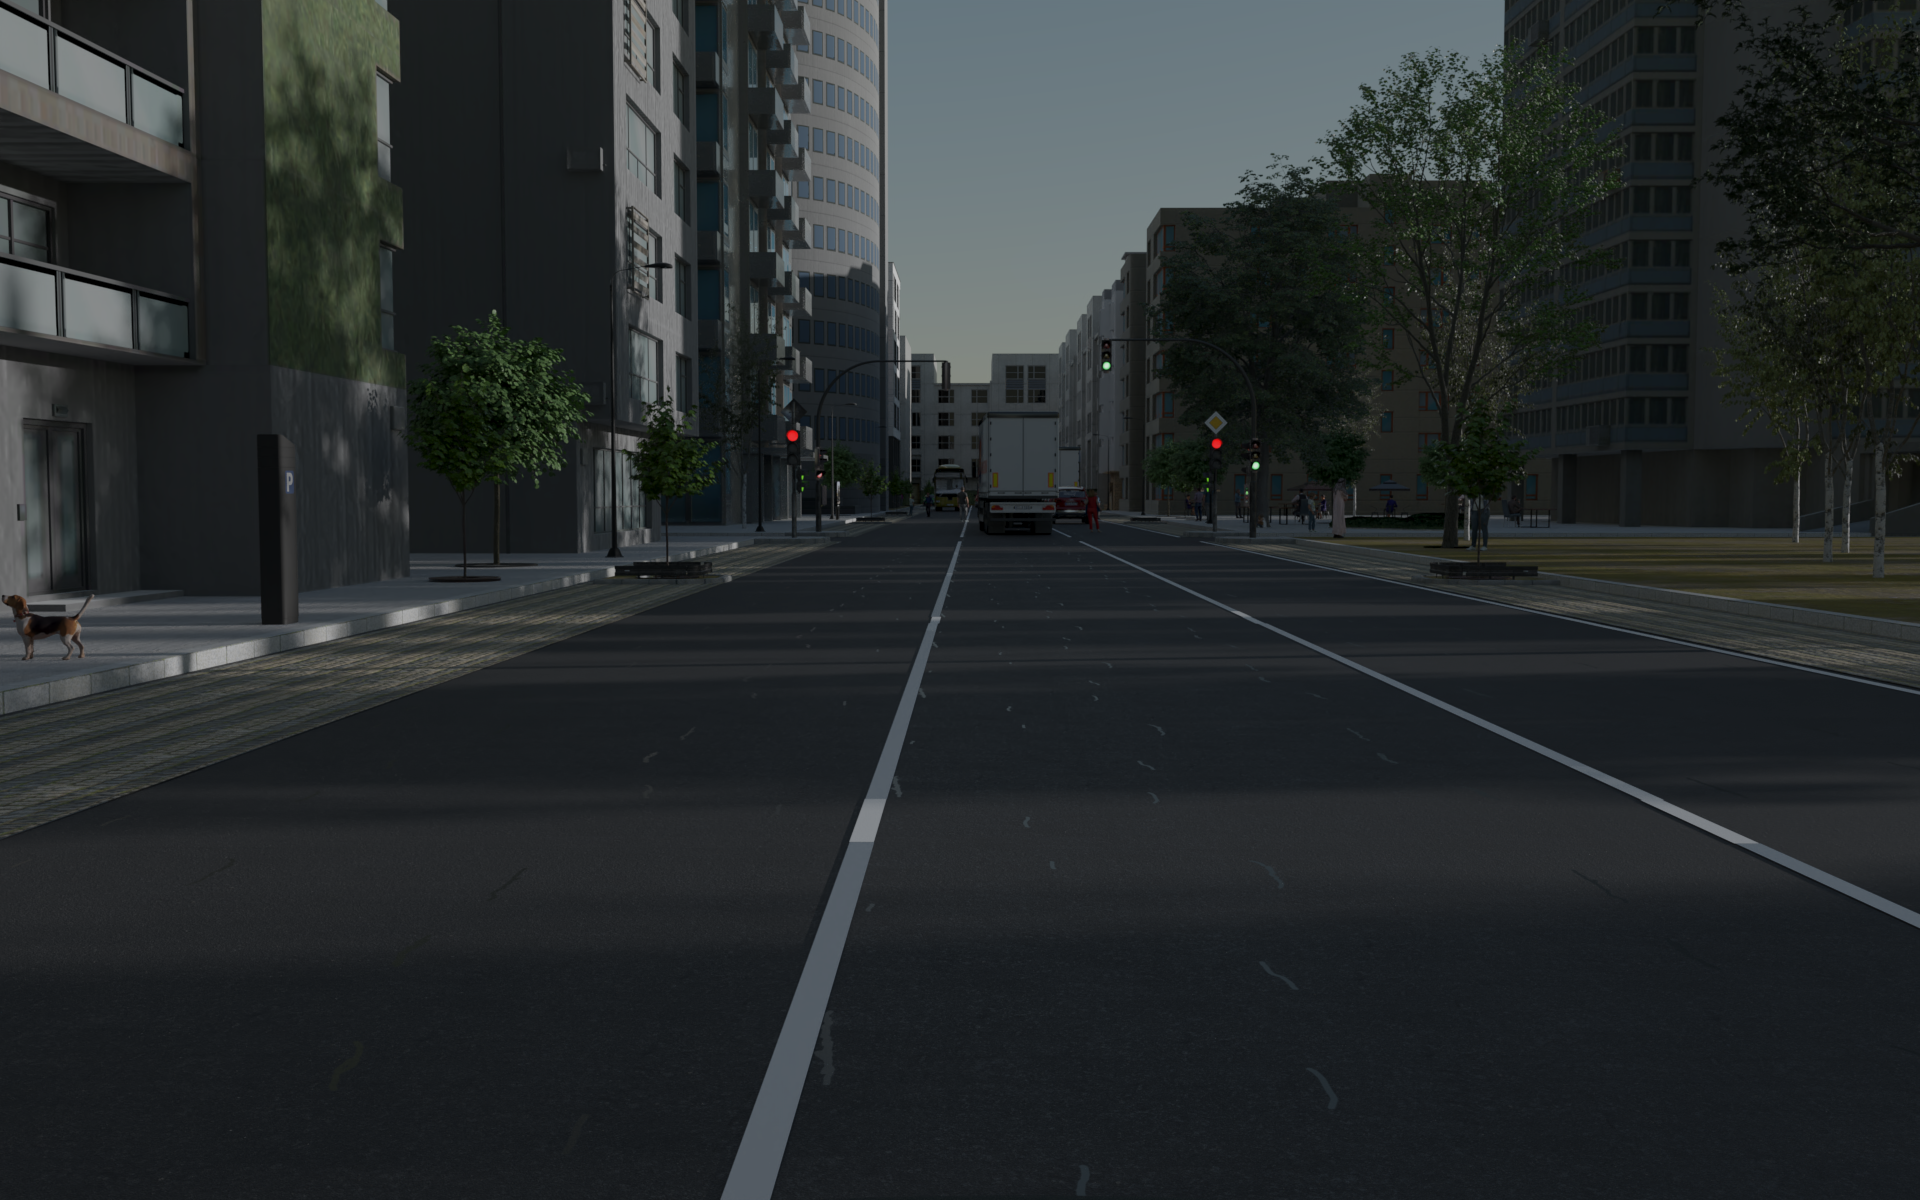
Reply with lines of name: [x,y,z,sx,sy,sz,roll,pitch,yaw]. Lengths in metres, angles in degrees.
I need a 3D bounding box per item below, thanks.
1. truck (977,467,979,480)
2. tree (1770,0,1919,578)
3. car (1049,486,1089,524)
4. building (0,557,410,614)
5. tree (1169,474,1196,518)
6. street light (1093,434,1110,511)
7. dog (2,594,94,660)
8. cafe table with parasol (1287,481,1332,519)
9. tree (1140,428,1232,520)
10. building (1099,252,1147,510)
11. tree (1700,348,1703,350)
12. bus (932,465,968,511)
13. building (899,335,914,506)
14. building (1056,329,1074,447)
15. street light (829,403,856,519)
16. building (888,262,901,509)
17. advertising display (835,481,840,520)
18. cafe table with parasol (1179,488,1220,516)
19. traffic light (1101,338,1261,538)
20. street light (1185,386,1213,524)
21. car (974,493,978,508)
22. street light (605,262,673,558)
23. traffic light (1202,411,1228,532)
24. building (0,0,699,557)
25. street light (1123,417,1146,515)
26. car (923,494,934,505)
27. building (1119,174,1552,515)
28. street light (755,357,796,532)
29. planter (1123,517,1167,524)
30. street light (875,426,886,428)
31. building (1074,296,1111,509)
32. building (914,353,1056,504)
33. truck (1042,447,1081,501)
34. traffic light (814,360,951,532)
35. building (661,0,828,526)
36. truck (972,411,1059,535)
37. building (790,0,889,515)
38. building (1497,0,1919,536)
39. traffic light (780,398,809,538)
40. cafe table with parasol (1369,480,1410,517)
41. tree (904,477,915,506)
truck: [2.318,-5.470,78.352,2.839,4.237,11.283,0,4,-1]
tree: [14.100,-4.633,26.108,4.737,8.622,4.395,0,3,0]
car: [5.333,-4.656,84.801,2.281,1.827,5.304,0,4,1]
building: [-15.604,-20.503,18.814,14.154,41.232,14.086,0,4,1]
tree: [11.868,-5.930,91.561,1.663,3.219,1.824,0,3,0]
street light: [10.922,-9.865,133.835,1.470,5.913,1.316,0,4,1]
dog: [-7.062,0.209,13.419,0.406,0.507,0.540,3,5,42]
cafe table with parasol: [17.876,-5.083,87.965,2.610,1.966,2.610,3,5,42]
tree: [11.917,-6.221,85.432,4.285,4.588,4.351,0,3,0]
building: [19.502,-17.407,141.017,16.016,20.091,11.380,0,4,1]
tree: [21.949,-5.836,45.785,4.737,8.622,4.395,0,3,0]
bus: [-0.937,-9.575,148.094,2.896,3.916,12.252,0,4,-1]
building: [-21.737,-20.500,201.640,31.486,18.905,16.747,0,4,1]
building: [20.172,-20.048,194.237,16.747,18.905,31.486,0,4,1]
street light: [-5.977,-7.082,88.340,1.470,5.913,1.316,0,4,1]
building: [-19.808,-18.752,150.566,27.936,21.610,32.646,0,4,1]
advertising display: [-6.084,-4.942,86.019,0.123,1.923,0.974,0,4,4]
cafe table with parasol: [14.022,-5.958,102.280,2.610,1.966,2.610,1,4,17]
traffic light: [6.471,-4.644,50.598,4.771,5.953,1.251,0,4,1]
street light: [10.272,-6.240,74.571,1.470,5.913,1.316,0,4,1]
car: [2.612,-10.586,181.747,2.281,1.827,5.304,0,4,-1]
street light: [-6.454,-3.813,34.879,1.470,5.913,1.316,0,4,1]
traffic light: [8.635,-4.268,58.706,0.839,4.253,0.868,0,4,1]
building: [-14.180,-21.984,43.027,14.086,41.232,14.154,0,4,1]
street light: [10.521,-8.066,104.415,1.470,5.913,1.316,0,4,1]
car: [-3.403,-11.908,203.485,1.959,1.807,4.718,0,3,0]
building: [26.031,-16.762,119.091,27.650,21.520,28.899,0,4,1]
street light: [-6.257,-5.271,58.714,1.470,5.913,1.316,0,4,1]
planter: [8.896,-3.813,83.477,1.991,0.319,1.994,0,4,1]
street light: [-5.709,-8.907,118.176,1.470,5.913,1.316,0,4,1]
building: [20.253,-18.125,162.808,16.747,18.905,31.486,0,4,1]
building: [4.124,-22.003,226.199,31.486,18.905,16.747,0,4,1]
truck: [6.070,-7.284,108.004,2.839,4.237,11.283,0,4,2]
traffic light: [-2.693,-5.147,58.826,4.771,5.953,1.251,0,4,1]
building: [-18.915,-28.254,81.554,23.786,49.044,30.456,0,4,1]
truck: [1.999,-4.615,64.364,2.839,4.237,11.283,0,4,-1]
building: [-16.143,-35.260,118.505,21.231,58.520,28.212,0,4,1]
building: [37.150,-23.242,71.887,23.993,40.220,32.217,0,4,1]
traffic light: [-4.857,-3.786,50.825,0.839,4.253,0.868,0,4,1]
cafe table with parasol: [20.550,-4.768,82.826,2.610,1.966,2.610,-1,4,-19]
tree: [-5.574,-12.080,192.103,1.663,3.219,1.824,0,3,0]
